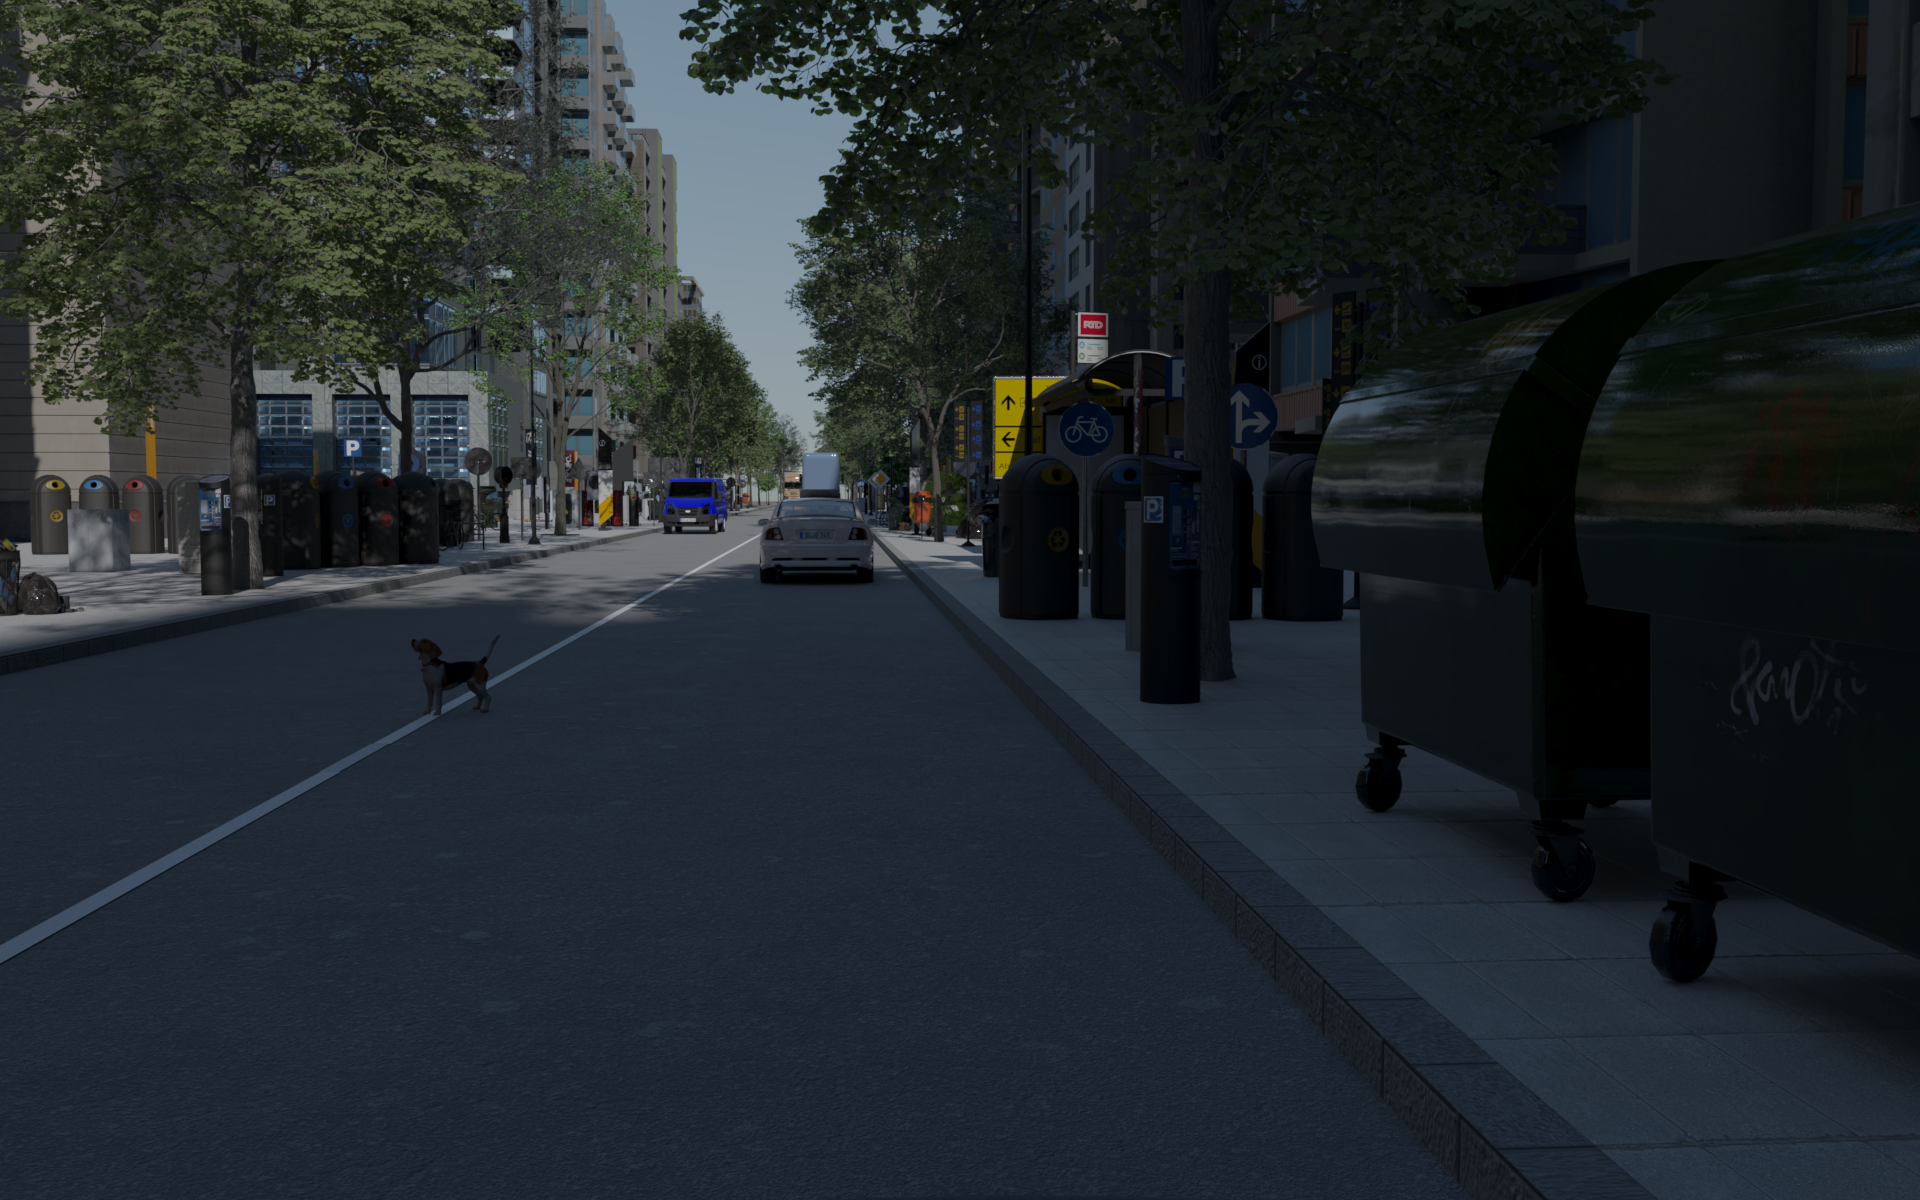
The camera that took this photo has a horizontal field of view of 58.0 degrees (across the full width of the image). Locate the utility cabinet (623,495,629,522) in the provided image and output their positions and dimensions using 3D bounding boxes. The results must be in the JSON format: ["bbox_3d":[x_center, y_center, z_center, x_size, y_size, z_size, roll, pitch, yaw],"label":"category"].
[{"bbox_3d":[-15.079,-4.160,79.184,0.306,1.237,1.020,1,4,18],"label":"utility cabinet"}]

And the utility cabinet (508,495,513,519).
[{"bbox_3d":[-23.081,-4.780,89.313,1.020,1.237,0.306,3,5,39],"label":"utility cabinet"}]

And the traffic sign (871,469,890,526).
[{"bbox_3d":[-3.197,-4.043,69.751,0.795,2.450,0.064,0,4,-4],"label":"traffic sign"}]

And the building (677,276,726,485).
[{"bbox_3d":[-55.187,-36.271,284.909,32.217,40.220,23.993,0,4,-4],"label":"building"}]

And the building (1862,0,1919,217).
[{"bbox_3d":[23.220,-23.740,11.853,21.300,48.544,21.600,0,4,-4],"label":"building"}]

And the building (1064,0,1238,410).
[{"bbox_3d":[13.564,-19.807,95.543,14.107,30.474,14.160,0,4,-4],"label":"building"}]

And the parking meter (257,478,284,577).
[{"bbox_3d":[-10.759,-1.137,26.996,0.372,1.533,0.369,0,3,0],"label":"parking meter"}]

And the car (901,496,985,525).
[{"bbox_3d":[-0.542,-3.766,73.373,4.920,1.459,2.131,0,4,-4],"label":"car"}]

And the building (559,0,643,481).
[{"bbox_3d":[-42.913,-33.363,165.085,23.786,49.044,30.456,0,4,-4],"label":"building"}]

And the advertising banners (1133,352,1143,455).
[{"bbox_3d":[2.155,-1.605,22.428,0.090,3.025,2.074,0,4,-4],"label":"advertising banners"}]

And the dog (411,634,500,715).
[{"bbox_3d":[-3.286,0.488,11.305,0.406,0.507,0.540,0,4,5],"label":"dog"}]

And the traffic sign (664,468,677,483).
[{"bbox_3d":[-14.387,-5.298,86.625,0.884,2.594,0.081,0,4,-4],"label":"traffic sign"}]

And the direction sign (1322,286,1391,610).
[{"bbox_3d":[4.438,-1.668,19.272,0.379,3.537,0.876,-2,4,-31],"label":"direction sign"}]

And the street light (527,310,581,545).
[{"bbox_3d":[-10.258,-4.358,43.790,1.470,5.913,1.316,0,4,-4],"label":"street light"}]

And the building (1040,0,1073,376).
[{"bbox_3d":[12.794,-28.108,109.670,14.600,45.320,14.200,0,4,-4],"label":"building"}]

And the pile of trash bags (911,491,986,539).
[{"bbox_3d":[0.321,-2.439,49.637,3.447,1.369,1.912,0,4,0],"label":"pile of trash bags"}]

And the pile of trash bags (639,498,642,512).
[{"bbox_3d":[-28.588,-8.520,149.048,1.912,1.369,3.447,0,4,3],"label":"pile of trash bags"}]

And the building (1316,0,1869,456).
[{"bbox_3d":[18.324,-23.868,44.872,22.147,44.769,28.867,0,4,-4],"label":"building"}]

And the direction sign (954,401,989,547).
[{"bbox_3d":[0.201,-3.075,42.273,0.876,3.537,0.379,3,5,40],"label":"direction sign"}]

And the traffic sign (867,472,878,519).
[{"bbox_3d":[-3.778,-4.530,77.715,0.795,2.450,0.064,0,4,-4],"label":"traffic sign"}]

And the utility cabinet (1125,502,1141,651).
[{"bbox_3d":[1.699,-0.207,14.545,0.306,1.237,1.020,2,4,25],"label":"utility cabinet"}]

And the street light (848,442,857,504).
[{"bbox_3d":[-5.835,-7.963,102.735,1.470,5.913,1.316,0,4,-4],"label":"street light"}]

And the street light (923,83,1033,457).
[{"bbox_3d":[0.241,-2.880,19.634,1.470,5.913,1.316,0,4,-4],"label":"street light"}]

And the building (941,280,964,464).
[{"bbox_3d":[9.647,-35.516,272.566,32.217,40.220,23.993,0,4,-4],"label":"building"}]

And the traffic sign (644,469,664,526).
[{"bbox_3d":[-12.219,-4.005,69.116,0.795,2.450,0.064,0,4,-4],"label":"traffic sign"}]

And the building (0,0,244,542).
[{"bbox_3d":[-35.121,-15.477,50.306,25.104,27.353,12.463,0,4,-4],"label":"building"}]

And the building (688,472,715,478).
[{"bbox_3d":[-51.025,-25.324,259.088,27.650,21.520,28.899,0,4,-4],"label":"building"}]

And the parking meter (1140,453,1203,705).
[{"bbox_3d":[1.302,-0.139,10.691,0.372,1.533,0.369,0,3,0],"label":"parking meter"}]

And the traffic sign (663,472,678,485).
[{"bbox_3d":[-12.800,-4.492,77.080,0.795,2.450,0.064,0,4,-4],"label":"traffic sign"}]

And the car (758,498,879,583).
[{"bbox_3d":[-2.408,-1.041,29.386,2.083,1.381,4.827,0,4,-4],"label":"car"}]

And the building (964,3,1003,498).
[{"bbox_3d":[10.860,-39.009,179.793,21.231,58.520,28.212,0,4,-4],"label":"building"}]

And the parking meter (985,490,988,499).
[{"bbox_3d":[1.808,-6.226,110.211,0.372,1.533,0.369,0,3,0],"label":"parking meter"}]

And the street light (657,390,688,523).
[{"bbox_3d":[-12.796,-6.403,77.228,1.470,5.913,1.316,0,4,-4],"label":"street light"}]

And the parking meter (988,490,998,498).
[{"bbox_3d":[2.102,-5.796,103.168,0.372,1.533,0.369,0,3,0],"label":"parking meter"}]

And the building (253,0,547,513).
[{"bbox_3d":[-37.061,-48.358,103.333,22.319,86.520,31.000,0,4,-4],"label":"building"}]

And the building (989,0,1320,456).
[{"bbox_3d":[13.686,-29.644,139.309,22.147,44.769,28.867,0,4,-4],"label":"building"}]

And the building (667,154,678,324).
[{"bbox_3d":[-40.559,-31.714,202.120,14.154,41.232,14.086,0,4,-4],"label":"building"}]

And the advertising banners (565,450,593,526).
[{"bbox_3d":[-14.783,-4.443,68.831,2.074,3.025,0.090,-1,4,-11],"label":"advertising banners"}]

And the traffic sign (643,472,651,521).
[{"bbox_3d":[-14.514,-4.829,81.085,0.606,2.300,0.079,0,4,-3],"label":"traffic sign"}]

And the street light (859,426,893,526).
[{"bbox_3d":[-3.301,-5.942,69.694,1.470,5.913,1.316,0,4,-4],"label":"street light"}]

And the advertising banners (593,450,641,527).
[{"bbox_3d":[-13.450,-4.401,68.141,2.074,3.025,0.090,2,4,23],"label":"advertising banners"}]

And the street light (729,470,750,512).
[{"bbox_3d":[-16.255,-9.450,127.049,1.470,5.913,1.316,0,4,-4],"label":"street light"}]

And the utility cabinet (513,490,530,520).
[{"bbox_3d":[-21.584,-4.718,85.816,0.318,1.500,1.173,3,5,40],"label":"utility cabinet"}]

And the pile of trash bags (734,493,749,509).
[{"bbox_3d":[-19.373,-8.547,149.488,3.447,1.369,1.912,3,5,44],"label":"pile of trash bags"}]

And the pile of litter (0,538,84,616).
[{"bbox_3d":[-10.320,-0.274,18.441,1.719,0.858,1.176,-1,4,-21],"label":"pile of litter"}]

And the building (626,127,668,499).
[{"bbox_3d":[-39.870,-30.840,187.833,14.154,41.232,14.086,0,4,-4],"label":"building"}]

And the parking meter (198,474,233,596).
[{"bbox_3d":[-9.458,-0.831,22.005,0.372,1.533,0.369,0,3,0],"label":"parking meter"}]

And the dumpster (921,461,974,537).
[{"bbox_3d":[-0.402,-3.040,52.193,1.502,2.255,1.985,0,4,-4],"label":"dumpster"}]

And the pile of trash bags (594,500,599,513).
[{"bbox_3d":[-23.343,-6.437,114.997,1.912,1.369,3.447,-1,4,-19],"label":"pile of trash bags"}]

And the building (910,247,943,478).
[{"bbox_3d":[2.610,-39.373,298.366,22.147,44.769,28.867,0,4,-4],"label":"building"}]

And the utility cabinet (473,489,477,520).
[{"bbox_3d":[-22.164,-4.313,79.202,0.318,1.500,1.173,0,4,7],"label":"utility cabinet"}]

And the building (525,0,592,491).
[{"bbox_3d":[-40.537,-42.760,137.380,20.563,71.187,20.611,0,4,-4],"label":"building"}]

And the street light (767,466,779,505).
[{"bbox_3d":[-21.920,-14.108,203.204,1.470,5.913,1.316,0,4,-4],"label":"street light"}]

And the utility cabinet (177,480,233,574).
[{"bbox_3d":[-11.906,-1.152,27.511,1.173,1.500,0.318,2,4,27],"label":"utility cabinet"}]
